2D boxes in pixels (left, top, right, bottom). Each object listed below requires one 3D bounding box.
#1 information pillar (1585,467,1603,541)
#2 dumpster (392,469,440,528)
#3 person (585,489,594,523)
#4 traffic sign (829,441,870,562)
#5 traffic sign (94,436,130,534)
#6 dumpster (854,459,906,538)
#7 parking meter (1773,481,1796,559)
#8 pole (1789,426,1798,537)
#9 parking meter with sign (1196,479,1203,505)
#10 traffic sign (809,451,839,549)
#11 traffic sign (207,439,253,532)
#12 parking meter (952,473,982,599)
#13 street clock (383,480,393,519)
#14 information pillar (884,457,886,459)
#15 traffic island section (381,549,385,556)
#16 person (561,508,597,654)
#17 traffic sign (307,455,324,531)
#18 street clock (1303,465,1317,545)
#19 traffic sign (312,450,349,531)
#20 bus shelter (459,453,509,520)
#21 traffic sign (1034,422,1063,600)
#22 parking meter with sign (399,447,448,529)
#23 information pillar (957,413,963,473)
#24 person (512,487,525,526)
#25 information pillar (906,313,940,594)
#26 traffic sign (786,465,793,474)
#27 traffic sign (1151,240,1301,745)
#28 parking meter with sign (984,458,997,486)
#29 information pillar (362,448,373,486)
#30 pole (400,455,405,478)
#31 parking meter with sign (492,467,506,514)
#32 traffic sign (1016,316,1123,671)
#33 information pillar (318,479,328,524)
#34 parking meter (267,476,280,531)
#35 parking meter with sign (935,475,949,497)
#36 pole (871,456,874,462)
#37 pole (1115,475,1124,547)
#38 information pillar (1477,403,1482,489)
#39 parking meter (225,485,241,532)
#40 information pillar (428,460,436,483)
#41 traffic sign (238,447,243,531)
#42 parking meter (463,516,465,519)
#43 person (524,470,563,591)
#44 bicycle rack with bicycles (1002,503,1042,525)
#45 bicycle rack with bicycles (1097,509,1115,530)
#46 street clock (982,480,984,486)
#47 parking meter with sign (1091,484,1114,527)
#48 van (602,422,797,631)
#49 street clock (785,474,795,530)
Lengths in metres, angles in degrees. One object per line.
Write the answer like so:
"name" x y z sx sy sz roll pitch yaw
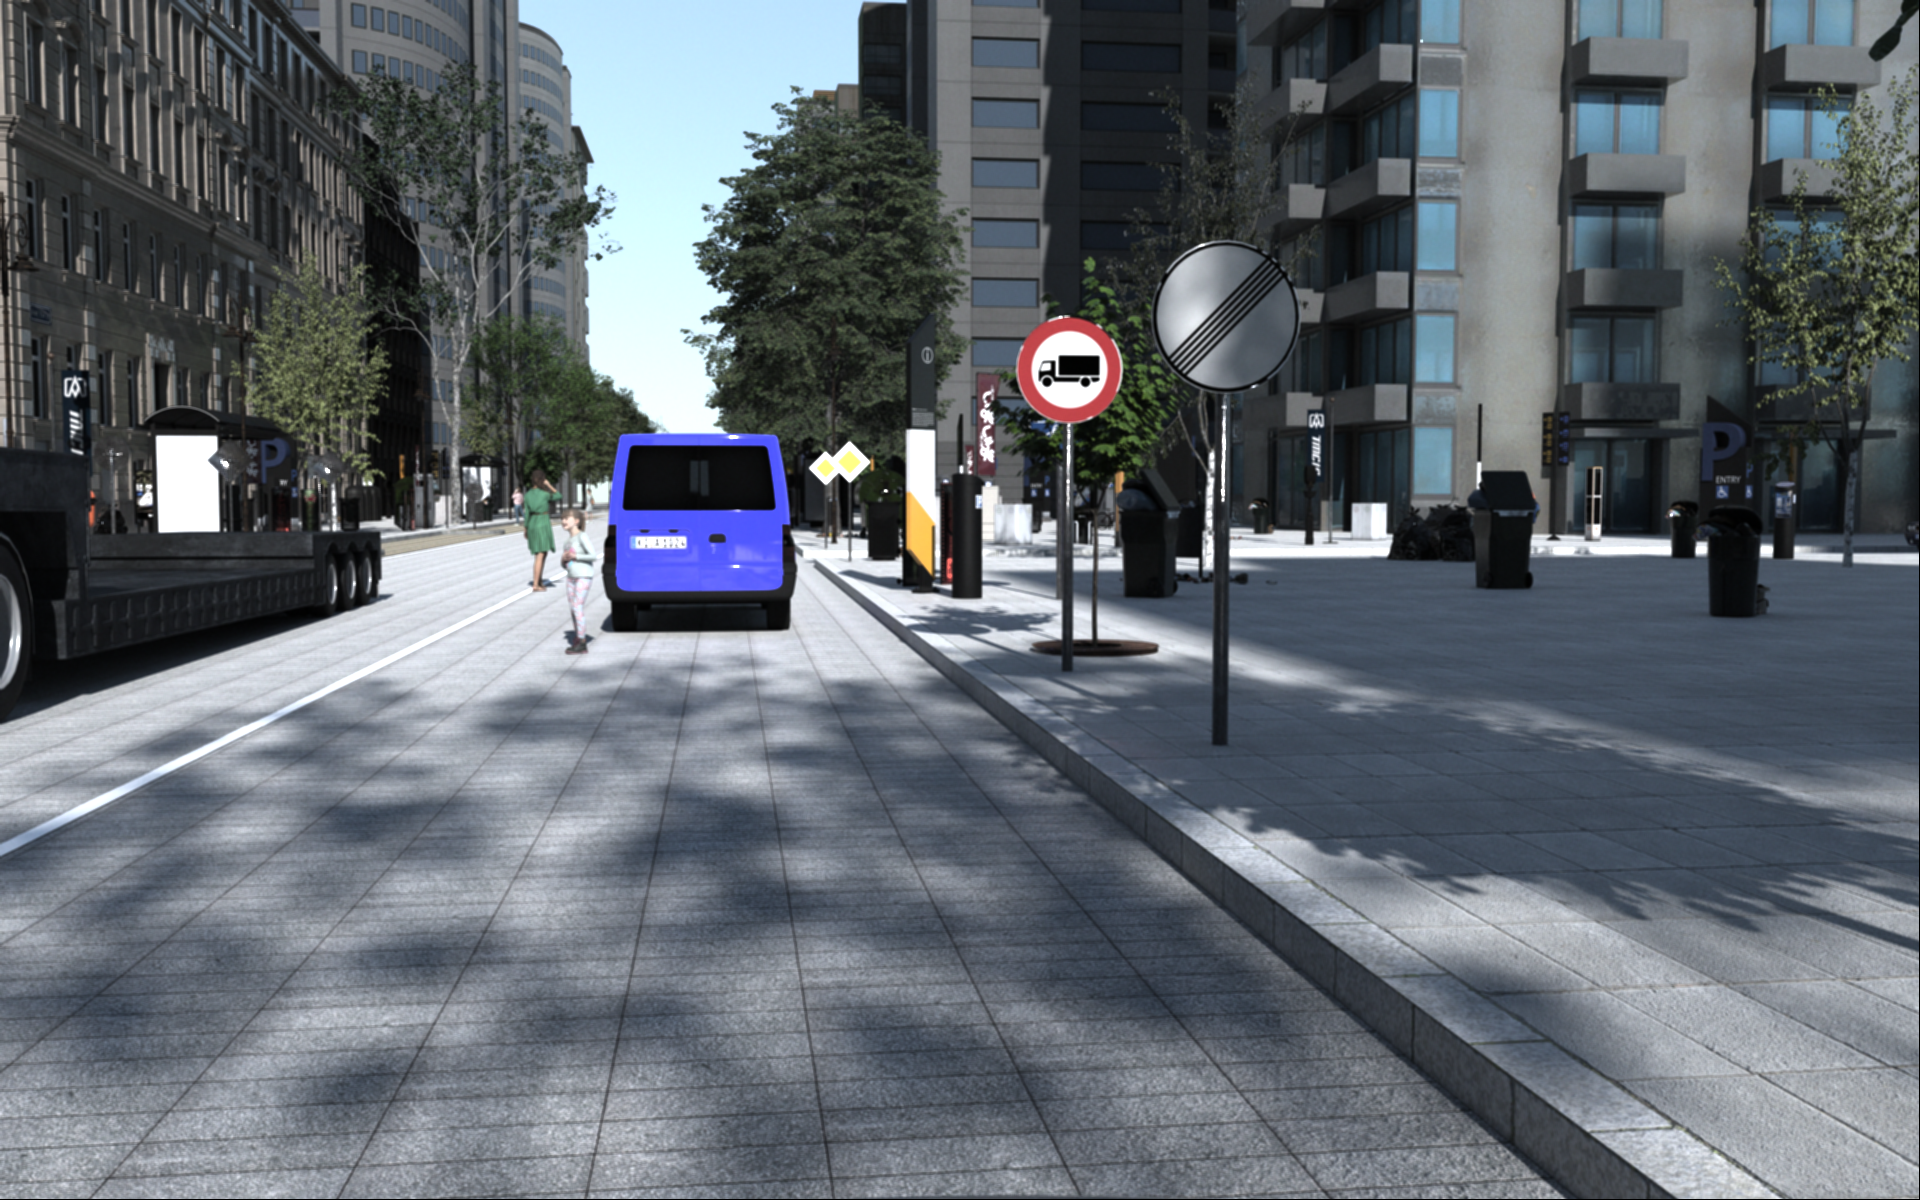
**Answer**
"information pillar" 17.286 -2.616 47.258 0.304 2.012 0.304 -1 4 -20
"dumpster" -20.705 -3.879 65.917 1.502 2.255 1.985 0 4 -8
"person" -18.299 -4.649 85.508 0.522 1.701 0.512 0 4 3
"traffic sign" -2.090 -1.784 32.806 0.795 2.450 0.064 0 4 -8
"traffic sign" -18.605 -2.319 38.019 0.768 2.556 0.104 0 4 -4
"dumpster" -2.210 -2.875 49.499 1.502 2.255 1.985 0 4 -8
"parking meter" 16.296 -1.579 34.235 0.372 1.533 0.369 0 3 0
"pole" 24.926 -3.548 51.847 0.158 3.312 0.155 0 3 0
"parking meter with sign" 12.027 -5.626 88.242 1.738 3.016 0.543 0 4 8
"traffic sign" -3.155 -2.268 40.720 0.795 2.450 0.064 0 4 -8
"traffic sign" -13.188 -1.694 31.339 0.795 2.450 0.064 0 4 -8
"parking meter" 0.087 -0.790 21.328 0.372 1.533 0.369 0 3 0
"street clock" -29.916 -5.264 90.631 0.358 2.002 0.471 2 4 26
"information pillar" -4.824 -7.264 110.126 0.183 3.616 0.504 1 4 14
"traffic island section" -14.275 -1.042 39.311 2.009 0.180 2.903 0 4 -8
"person" -3.467 -0.175 15.641 0.425 1.301 0.394 2 4 25
"traffic sign" -16.746 -2.642 45.321 0.606 2.300 0.079 0 4 -6
"street clock" 8.833 -2.395 43.736 0.358 2.002 0.471 0 4 2
"traffic sign" -14.253 -2.178 39.253 0.795 2.450 0.064 0 4 -8
"bus shelter" -24.479 -5.804 88.816 2.014 3.302 5.546 0 4 -8
"traffic sign" 1.212 -1.276 20.974 0.768 2.556 0.104 0 4 1
"parking meter with sign" -19.999 -4.179 64.586 1.738 3.016 0.543 -1 4 -9
"information pillar" 0.004 -3.623 50.594 0.183 3.616 0.504 -1 4 -10
"person" -19.846 -4.226 78.189 0.643 1.750 0.593 2 4 26
"information pillar" -0.497 -1.895 22.335 0.183 3.616 0.504 3 5 40
"traffic sign" -11.910 -7.309 113.368 2.265 3.308 0.079 0 4 1
"traffic sign" 1.332 -0.532 8.800 0.768 2.556 0.104 0 4 -6
"parking meter with sign" 1.376 -5.261 82.278 0.543 3.016 1.738 1 4 10
"information pillar" -29.755 -5.847 86.958 0.504 3.616 0.183 -1 4 -10
"pole" -29.578 -5.993 91.824 0.158 3.312 0.155 0 3 0
"parking meter with sign" -30.236 -7.075 111.936 1.738 3.016 0.543 0 4 5
"traffic sign" 0.779 -0.757 12.483 0.768 2.556 0.104 0 4 -5
"information pillar" -27.720 -4.334 75.356 0.304 2.012 0.304 1 4 8
"parking meter" -22.853 -3.180 57.701 0.255 1.863 0.399 1 4 11
"parking meter with sign" -0.817 -4.483 69.566 1.738 3.016 0.543 3 5 44
"pole" -4.664 -6.018 92.241 0.158 3.312 0.155 0 3 0
"pole" 3.835 -2.922 41.611 0.158 3.312 0.155 0 3 0
"information pillar" 13.494 -3.284 45.047 0.183 3.616 0.504 1 4 15
"parking meter" -19.548 -2.336 46.603 0.372 1.533 0.369 0 3 0
"information pillar" -32.591 -7.068 106.915 0.504 3.616 0.183 1 4 13
"traffic sign" -19.622 -2.879 47.180 0.768 2.556 0.104 0 4 2
"parking meter" -25.891 -4.984 89.903 0.372 1.533 0.369 0 3 0
"person" -6.255 -1.037 25.704 0.600 1.795 0.529 1 4 16
"bicycle rack with bicycles" 2.312 -3.551 71.439 2.852 0.926 2.925 0 4 6
"bicycle rack with bicycles" 6.661 -2.995 62.356 2.925 0.926 2.852 2 4 35
"street clock" 0.987 -5.035 86.886 0.471 2.002 0.358 0 4 -2
"parking meter with sign" 5.594 -4.321 66.906 0.543 3.016 1.738 -3 4 -38
"van" -2.934 -0.944 19.812 2.240 2.365 5.245 0 4 -8
"street clock" -6.156 -3.553 62.662 0.358 2.002 0.471 -2 4 -27
